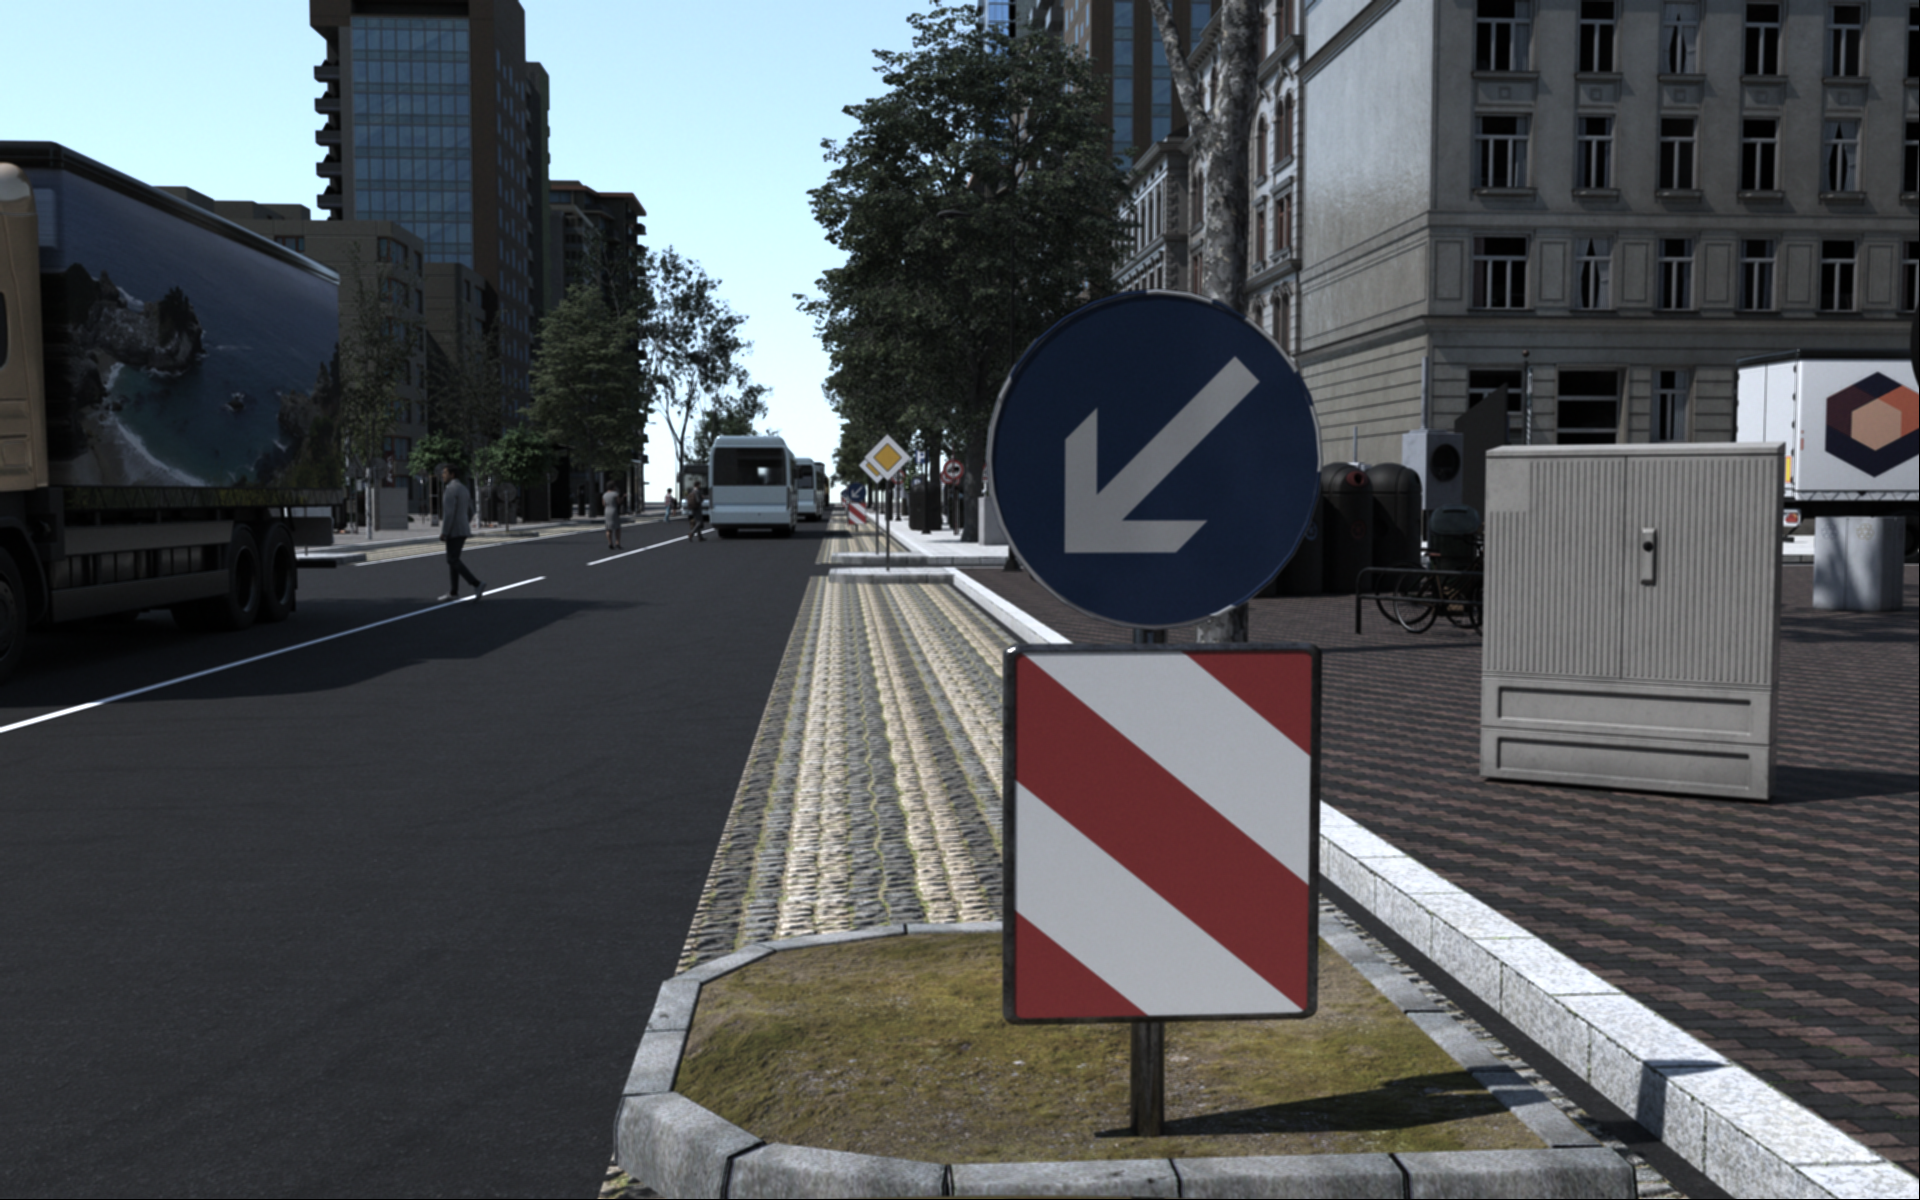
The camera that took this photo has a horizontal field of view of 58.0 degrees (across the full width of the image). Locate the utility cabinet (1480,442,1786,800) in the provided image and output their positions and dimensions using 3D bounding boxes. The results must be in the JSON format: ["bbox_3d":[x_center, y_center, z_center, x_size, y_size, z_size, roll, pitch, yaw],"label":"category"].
[{"bbox_3d":[2.892,0.072,7.500,1.173,1.500,0.318,2,4,30],"label":"utility cabinet"}]

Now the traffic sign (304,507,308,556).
[{"bbox_3d":[-13.576,-1.974,35.919,0.795,2.450,0.064,0,4,-4],"label":"traffic sign"}]

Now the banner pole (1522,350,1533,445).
[{"bbox_3d":[9.773,-2.439,29.889,0.401,3.779,0.863,0,4,8],"label":"banner pole"}]

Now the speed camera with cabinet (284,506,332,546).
[{"bbox_3d":[-16.516,-2.942,42.436,2.038,3.252,0.660,-3,5,-43],"label":"speed camera with cabinet"}]

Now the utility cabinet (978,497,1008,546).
[{"bbox_3d":[0.941,-1.972,43.397,1.020,1.237,0.306,-3,4,-36],"label":"utility cabinet"}]

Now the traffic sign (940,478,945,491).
[{"bbox_3d":[-1.069,-5.862,97.967,0.606,2.300,0.079,0,4,-1],"label":"traffic sign"}]

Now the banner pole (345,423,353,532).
[{"bbox_3d":[-20.945,-4.240,59.343,0.401,3.779,0.863,-2,4,-34],"label":"banner pole"}]

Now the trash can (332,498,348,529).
[{"bbox_3d":[-22.679,-3.149,63.143,0.748,1.137,0.748,0,3,0],"label":"trash can"}]

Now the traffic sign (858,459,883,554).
[{"bbox_3d":[-1.759,-2.023,36.723,0.795,2.450,0.064,0,4,-4],"label":"traffic sign"}]

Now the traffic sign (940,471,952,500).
[{"bbox_3d":[-0.606,-5.308,86.896,0.768,2.556,0.104,0,4,-3],"label":"traffic sign"}]

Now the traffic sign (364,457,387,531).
[{"bbox_3d":[-20.048,-3.628,59.426,0.768,2.556,0.104,0,4,-2],"label":"traffic sign"}]

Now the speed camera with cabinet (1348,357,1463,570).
[{"bbox_3d":[6.163,-1.850,24.583,2.038,3.252,0.660,-2,4,-25],"label":"speed camera with cabinet"}]

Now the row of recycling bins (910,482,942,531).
[{"bbox_3d":[-1.288,-3.364,62.109,1.069,1.692,3.534,0,4,-6],"label":"row of recycling bins"}]

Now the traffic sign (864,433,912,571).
[{"bbox_3d":[-1.202,-1.536,28.757,0.795,2.450,0.064,0,4,-4],"label":"traffic sign"}]

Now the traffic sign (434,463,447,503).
[{"bbox_3d":[-20.948,-4.289,70.223,0.768,2.556,0.104,0,4,-1],"label":"traffic sign"}]

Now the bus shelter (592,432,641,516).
[{"bbox_3d":[-20.827,-7.763,104.548,2.179,5.291,8.768,0,4,-4],"label":"bus shelter"}]

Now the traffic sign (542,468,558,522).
[{"bbox_3d":[-18.593,-4.789,78.413,0.768,2.556,0.104,0,4,0],"label":"traffic sign"}]

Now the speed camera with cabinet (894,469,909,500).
[{"bbox_3d":[-2.610,-6.074,93.639,2.038,3.252,0.660,3,4,37],"label":"speed camera with cabinet"}]

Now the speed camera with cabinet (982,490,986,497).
[{"bbox_3d":[1.319,-4.441,66.951,2.038,3.252,0.660,3,4,37],"label":"speed camera with cabinet"}]

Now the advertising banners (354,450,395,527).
[{"bbox_3d":[-23.252,-4.446,68.872,0.090,3.025,2.074,2,4,31],"label":"advertising banners"}]

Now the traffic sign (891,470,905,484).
[{"bbox_3d":[-3.178,-5.450,89.206,0.768,2.556,0.104,0,4,3],"label":"traffic sign"}]

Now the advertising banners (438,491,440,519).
[{"bbox_3d":[-27.267,-5.771,90.539,0.090,3.025,2.074,-1,4,-18],"label":"advertising banners"}]

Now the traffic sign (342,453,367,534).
[{"bbox_3d":[-19.181,-3.364,55.010,0.884,2.594,0.081,0,4,-1],"label":"traffic sign"}]

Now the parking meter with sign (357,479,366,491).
[{"bbox_3d":[-29.227,-5.411,84.734,0.543,3.016,1.738,-3,5,-42],"label":"parking meter with sign"}]

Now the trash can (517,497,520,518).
[{"bbox_3d":[-23.478,-4.984,93.138,0.748,1.137,0.748,0,3,0],"label":"trash can"}]

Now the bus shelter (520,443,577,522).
[{"bbox_3d":[-19.579,-5.583,82.558,1.731,3.624,6.357,0,4,-4],"label":"bus shelter"}]

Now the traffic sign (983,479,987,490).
[{"bbox_3d":[1.259,-4.938,80.846,0.768,2.556,0.104,0,3,0],"label":"traffic sign"}]

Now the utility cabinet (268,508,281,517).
[{"bbox_3d":[-17.616,-2.159,43.975,1.173,1.500,0.318,-2,4,-30],"label":"utility cabinet"}]

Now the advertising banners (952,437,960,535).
[{"bbox_3d":[-0.141,-3.558,54.368,0.090,3.025,2.074,0,4,5],"label":"advertising banners"}]

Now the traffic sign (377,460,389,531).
[{"bbox_3d":[-20.452,-3.715,60.843,0.768,2.556,0.104,0,4,-1],"label":"traffic sign"}]

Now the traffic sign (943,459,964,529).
[{"bbox_3d":[-0.233,-3.866,63.314,0.768,2.556,0.104,0,4,3],"label":"traffic sign"}]

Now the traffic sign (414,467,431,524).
[{"bbox_3d":[-23.146,-4.494,74.660,0.795,2.450,0.064,0,4,3],"label":"traffic sign"}]

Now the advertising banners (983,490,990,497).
[{"bbox_3d":[1.555,-3.776,57.918,2.074,3.025,0.090,3,5,44],"label":"advertising banners"}]

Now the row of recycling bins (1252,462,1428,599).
[{"bbox_3d":[4.580,-0.934,22.385,3.534,1.692,1.069,-2,4,-35],"label":"row of recycling bins"}]

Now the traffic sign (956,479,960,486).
[{"bbox_3d":[-0.399,-6.836,111.866,0.768,2.556,0.104,0,4,-3],"label":"traffic sign"}]

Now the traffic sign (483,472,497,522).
[{"bbox_3d":[-21.566,-4.731,79.482,0.606,2.300,0.079,0,4,-1],"label":"traffic sign"}]

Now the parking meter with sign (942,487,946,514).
[{"bbox_3d":[-0.725,-6.892,108.948,1.738,3.016,0.543,-2,4,-26],"label":"parking meter with sign"}]

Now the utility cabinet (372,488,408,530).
[{"bbox_3d":[-20.234,-3.229,61.479,1.173,1.500,0.318,-2,4,-30],"label":"utility cabinet"}]

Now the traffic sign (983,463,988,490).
[{"bbox_3d":[1.029,-3.869,63.268,0.884,2.594,0.081,0,4,-2],"label":"traffic sign"}]

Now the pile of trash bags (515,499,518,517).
[{"bbox_3d":[-24.217,-5.393,97.929,1.912,1.369,3.447,-1,4,-14],"label":"pile of trash bags"}]

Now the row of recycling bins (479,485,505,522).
[{"bbox_3d":[-22.143,-4.552,81.535,1.069,1.692,3.534,-1,4,-23],"label":"row of recycling bins"}]

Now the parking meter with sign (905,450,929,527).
[{"bbox_3d":[-1.624,-4.335,67.139,0.543,3.016,1.738,1,4,9],"label":"parking meter with sign"}]
